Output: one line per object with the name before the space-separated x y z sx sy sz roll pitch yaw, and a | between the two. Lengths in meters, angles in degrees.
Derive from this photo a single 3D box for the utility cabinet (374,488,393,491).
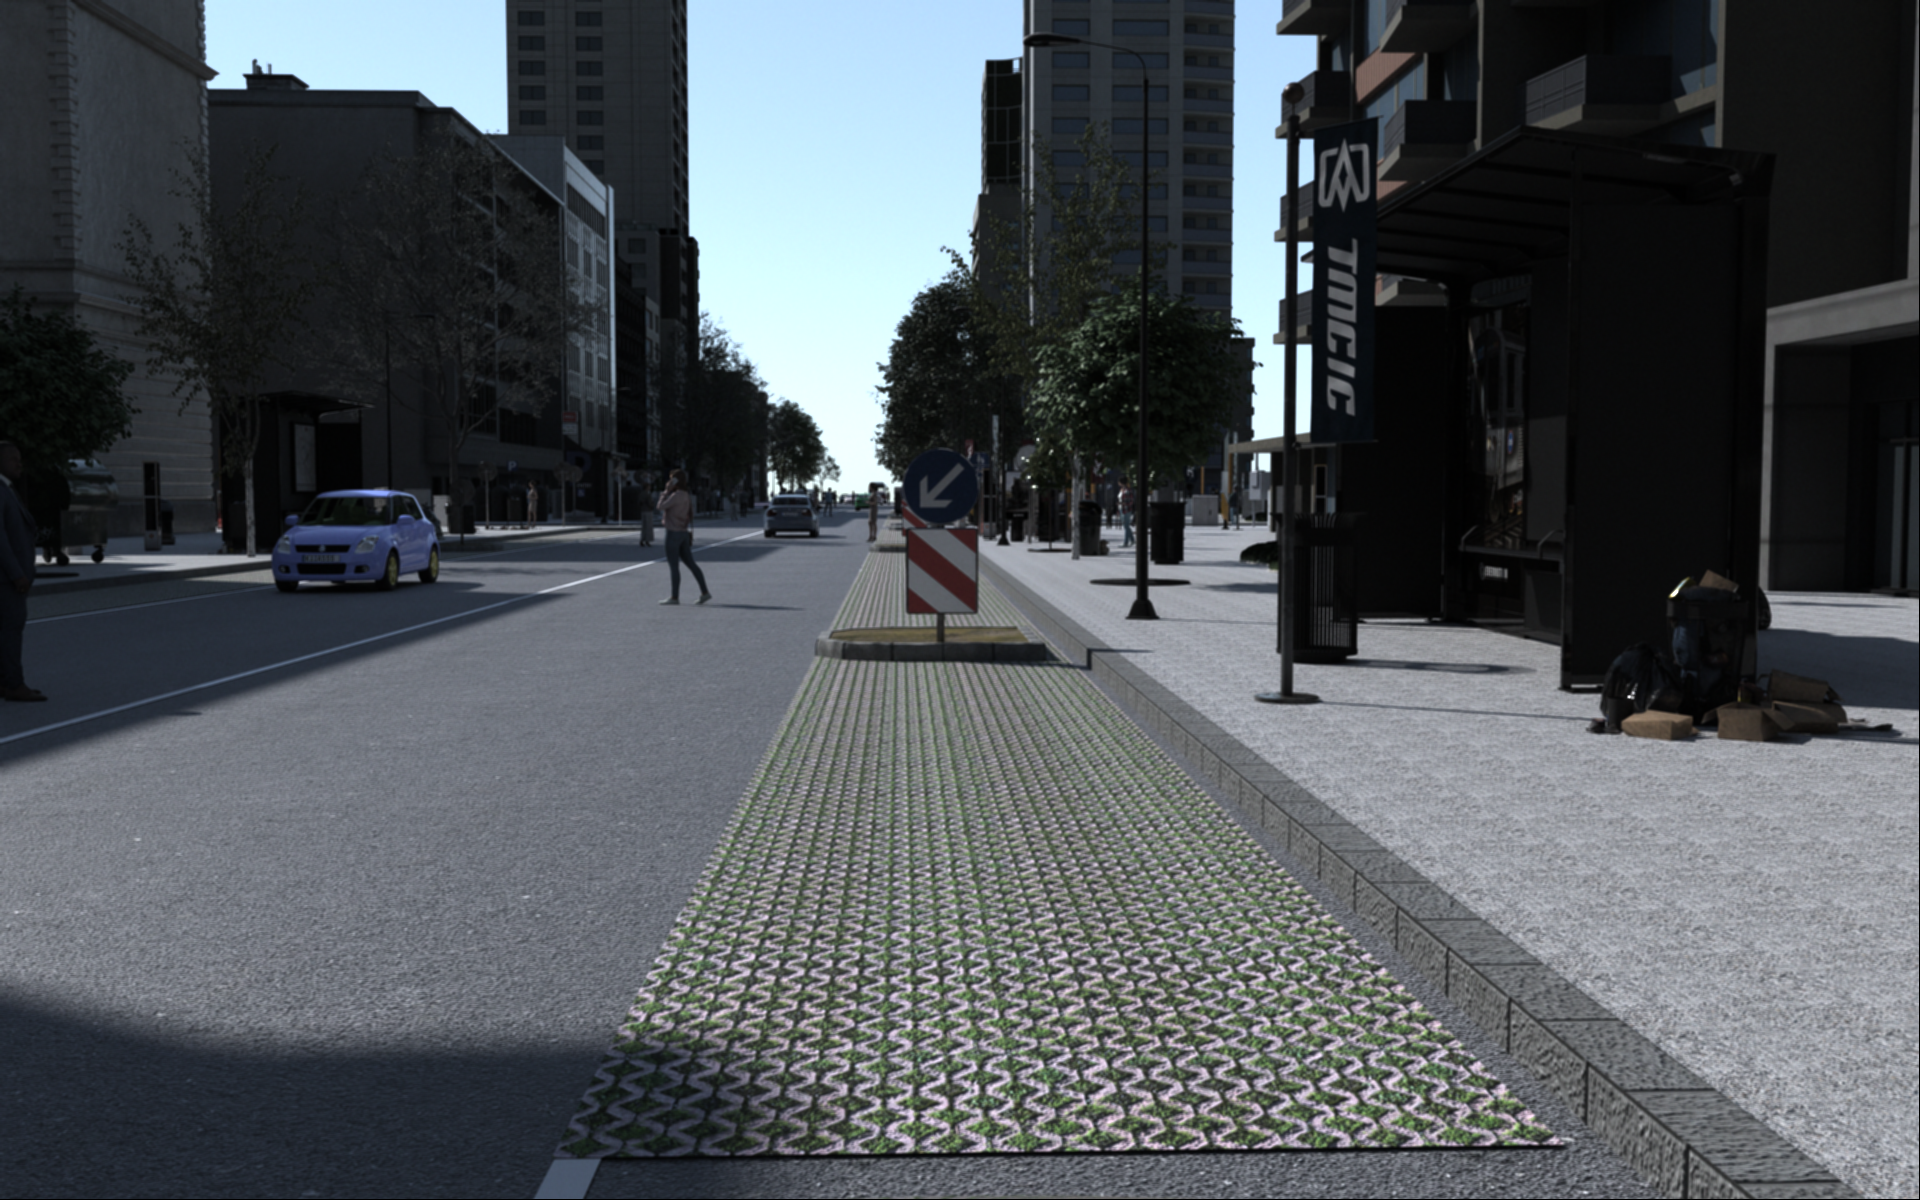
utility cabinet | -19.658 -3.081 59.059 0.318 1.500 1.173 -2 4 -35

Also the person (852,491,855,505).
person | -13.531 -12.893 219.322 0.705 1.821 1.348 0 4 1

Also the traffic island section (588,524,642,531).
traffic island section | -13.439 -2.816 68.324 2.009 0.180 2.903 0 4 -2

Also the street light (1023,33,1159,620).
street light | 1.336 -2.758 17.640 1.470 5.913 1.316 0 4 -2

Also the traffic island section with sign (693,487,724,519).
traffic island section with sign | -14.502 -5.509 98.696 1.989 1.847 2.006 0 4 -2

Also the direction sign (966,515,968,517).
direction sign | 0.372 -6.428 97.095 0.876 3.537 0.379 2 4 24

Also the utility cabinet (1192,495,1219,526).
utility cabinet | 9.769 -3.536 68.982 1.020 1.237 0.306 0 4 5

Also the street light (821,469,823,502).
street light | -21.661 -17.732 262.455 1.470 5.913 1.316 0 4 -2

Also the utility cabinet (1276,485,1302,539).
utility cabinet | 8.299 -2.145 43.755 0.318 1.500 1.173 2 4 28

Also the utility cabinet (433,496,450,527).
utility cabinet | -20.306 -3.485 68.141 1.020 1.237 0.306 3 5 42

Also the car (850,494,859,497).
car | -16.551 -16.051 271.480 2.155 1.783 4.494 0 4 0

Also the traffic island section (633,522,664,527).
traffic island section | -13.715 -3.304 76.304 2.009 0.180 2.903 0 4 -2

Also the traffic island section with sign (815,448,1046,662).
traffic island section with sign | -0.295 -0.431 15.669 1.989 1.847 2.006 0 4 -2

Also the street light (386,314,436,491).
street light | -14.188 -4.413 44.693 1.470 5.913 1.316 0 4 -2

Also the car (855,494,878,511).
car | -8.000 -8.533 148.305 1.959 1.807 4.718 0 3 0

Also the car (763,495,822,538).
car | -5.661 -2.839 58.420 2.014 1.417 4.499 0 4 -3

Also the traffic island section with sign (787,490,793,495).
traffic island section with sign | -17.131 -10.164 174.815 1.989 1.847 2.006 0 4 -2

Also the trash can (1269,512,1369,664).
trash can | 2.743 -0.100 13.282 0.748 1.137 0.748 0 3 0

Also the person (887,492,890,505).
person | -9.140 -12.909 220.279 0.721 1.735 1.217 -1 4 -13

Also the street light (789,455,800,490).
street light | -19.530 -14.155 203.970 1.470 5.913 1.316 0 4 -2

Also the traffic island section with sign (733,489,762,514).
traffic island section with sign | -15.444 -7.179 126.004 1.989 1.847 2.006 0 4 -2

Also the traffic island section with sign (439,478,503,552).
traffic island section with sign | -12.584 -2.131 43.476 1.989 1.847 2.006 0 4 -2

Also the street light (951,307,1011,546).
street light | 0.545 -4.317 43.130 1.470 5.913 1.316 0 4 -2

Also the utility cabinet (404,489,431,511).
utility cabinet | -24.340 -4.225 77.752 1.173 1.500 0.318 1 4 11

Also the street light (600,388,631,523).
street light | -15.124 -6.329 76.012 1.470 5.913 1.316 0 4 -2

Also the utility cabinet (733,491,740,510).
utility cabinet | -17.226 -7.644 133.657 0.318 1.500 1.173 0 4 5

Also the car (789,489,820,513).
car | -11.921 -7.595 132.849 2.281 1.827 5.304 0 4 0

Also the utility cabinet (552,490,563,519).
utility cabinet | -20.581 -4.955 89.692 0.318 1.500 1.173 2 4 32

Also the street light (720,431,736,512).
street light | -16.951 -9.462 127.243 1.470 5.913 1.316 0 4 -2

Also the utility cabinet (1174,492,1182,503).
utility cabinet | 19.234 -8.824 152.956 1.173 1.500 0.318 0 4 3

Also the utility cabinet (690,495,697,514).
utility cabinet | -16.938 -5.957 108.551 0.306 1.237 1.020 2 4 31

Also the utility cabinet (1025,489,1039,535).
utility cabinet | 2.160 -2.768 53.938 1.173 1.500 0.318 -3 4 -38

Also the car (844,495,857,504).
car | -15.597 -14.419 248.118 2.083 1.381 4.827 0 4 -2

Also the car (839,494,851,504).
car | -17.293 -15.312 262.148 2.131 1.459 4.920 0 4 -2

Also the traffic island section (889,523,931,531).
traffic island section | -1.804 -2.840 68.721 2.009 0.180 2.903 0 4 -2

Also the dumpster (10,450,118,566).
dumpster | -16.447 -1.769 31.411 1.502 2.255 1.985 0 4 -2

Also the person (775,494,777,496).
person | -16.247 -8.609 152.490 0.421 1.427 0.697 -1 4 -22

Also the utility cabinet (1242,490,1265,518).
utility cabinet | 15.250 -4.980 90.101 1.173 1.500 0.318 3 4 37

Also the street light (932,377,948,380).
street light | -0.400 -5.876 68.614 1.470 5.913 1.316 0 4 -2

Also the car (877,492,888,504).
car | -11.902 -15.274 258.396 2.281 1.827 5.304 0 4 -1

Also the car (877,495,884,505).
car | -10.974 -13.023 225.290 2.083 1.381 4.827 0 4 -1

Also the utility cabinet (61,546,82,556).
utility cabinet | -18.770 -1.543 36.396 0.306 1.237 1.020 -3 5 -43

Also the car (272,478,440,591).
car | -9.276 -1.047 26.707 1.945 1.707 3.694 0 4 -3

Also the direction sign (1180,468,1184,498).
direction sign | 18.463 -9.277 143.677 0.379 3.537 0.876 2 4 28

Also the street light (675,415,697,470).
street light | -16.109 -7.887 101.495 1.470 5.913 1.316 0 4 -2

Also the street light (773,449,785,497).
street light | -18.684 -12.594 178.460 1.470 5.913 1.316 0 4 -2

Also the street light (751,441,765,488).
street light | -17.821 -11.008 152.522 1.470 5.913 1.316 0 4 -2

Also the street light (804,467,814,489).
street light | -20.622 -16.091 235.622 1.470 5.913 1.316 0 4 -2

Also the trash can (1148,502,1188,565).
trash can | 3.783 -1.223 31.642 0.748 1.137 0.748 0 3 0

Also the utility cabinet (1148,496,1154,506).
utility cabinet | 8.029 -3.562 69.404 1.020 1.237 0.306 -1 4 -17

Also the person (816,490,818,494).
person | -13.107 -9.149 158.080 0.705 1.824 1.348 -1 4 -14

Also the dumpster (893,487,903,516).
dumpster | -3.062 -5.865 104.104 1.865 1.857 1.264 0 4 -1
